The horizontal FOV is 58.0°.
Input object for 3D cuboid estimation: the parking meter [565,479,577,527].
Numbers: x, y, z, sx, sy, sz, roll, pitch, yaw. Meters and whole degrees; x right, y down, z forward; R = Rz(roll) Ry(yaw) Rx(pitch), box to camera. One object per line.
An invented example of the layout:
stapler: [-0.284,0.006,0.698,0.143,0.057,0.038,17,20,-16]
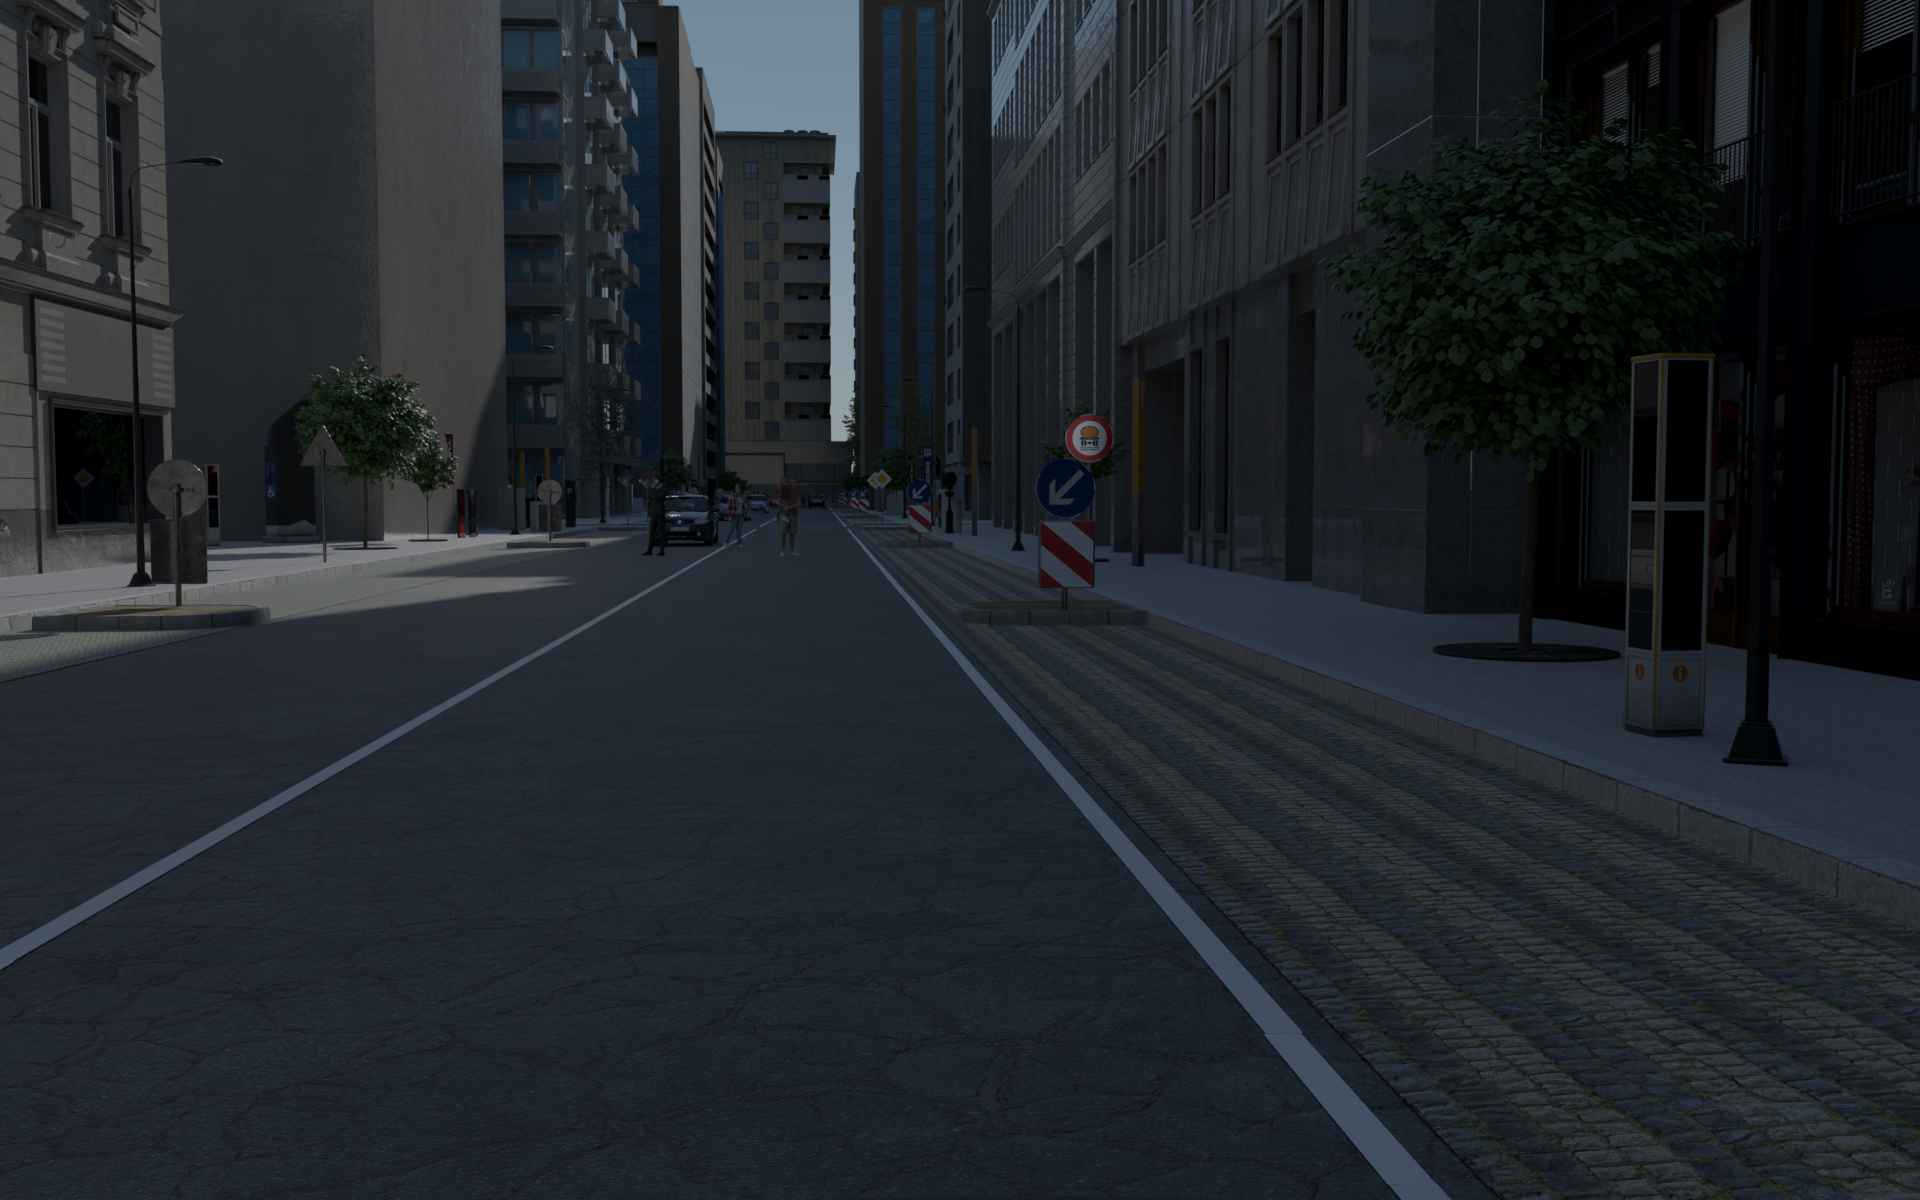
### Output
parking meter: [-14.951,-3.722,66.572,0.399,1.863,0.255,0,4,1]

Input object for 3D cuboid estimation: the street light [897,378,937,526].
street light: [-1.655,-5.918,69.305,1.470,5.913,1.316,0,4,-5]

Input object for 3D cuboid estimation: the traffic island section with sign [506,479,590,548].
traffic island section with sign: [-11.012,-2.315,46.485,1.989,1.847,2.006,0,4,-5]

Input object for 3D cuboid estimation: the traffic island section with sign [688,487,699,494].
traffic island section with sign: [-15.501,-5.650,101.001,1.989,1.847,2.006,0,4,-5]

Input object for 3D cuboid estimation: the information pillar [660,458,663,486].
information pillar: [-19.112,-7.328,111.171,0.183,3.616,0.504,1,4,9]

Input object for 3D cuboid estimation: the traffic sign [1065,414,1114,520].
traffic sign: [2.063,-1.686,27.669,0.768,2.556,0.104,0,4,1]

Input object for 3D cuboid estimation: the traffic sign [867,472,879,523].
traffic sign: [-3.768,-4.499,77.194,0.795,2.450,0.064,0,4,-5]

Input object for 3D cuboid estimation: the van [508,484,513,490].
van: [-20.371,-3.935,71.344,4.112,2.044,2.013,0,4,-6]

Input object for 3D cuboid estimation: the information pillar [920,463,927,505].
information pillar: [-2.790,-8.615,132.204,0.504,3.616,0.183,-1,4,-16]

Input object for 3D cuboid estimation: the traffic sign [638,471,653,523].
traffic sign: [-13.780,-4.450,76.394,0.795,2.450,0.064,0,4,-5]

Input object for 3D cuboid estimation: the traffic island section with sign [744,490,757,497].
traffic island section with sign: [-21.833,-10.359,178.004,1.989,1.847,2.006,0,4,-5]

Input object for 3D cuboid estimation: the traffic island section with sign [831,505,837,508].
traffic island section with sign: [-12.110,-10.421,179.017,1.989,1.847,2.006,0,4,-5]

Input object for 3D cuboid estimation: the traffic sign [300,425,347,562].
traffic sign: [-11.938,-1.987,32.486,0.884,2.594,0.081,0,4,2]

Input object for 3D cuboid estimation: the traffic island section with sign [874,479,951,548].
traffic island section with sign: [-1.237,-2.333,46.770,1.989,1.847,2.006,0,4,-5]

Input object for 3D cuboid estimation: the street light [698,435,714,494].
street light: [-20.133,-10.066,137.123,1.470,5.913,1.316,0,4,-5]

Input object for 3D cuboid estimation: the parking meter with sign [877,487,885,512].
parking meter with sign: [-5.711,-7.784,123.529,0.543,3.016,1.738,-1,4,-15]

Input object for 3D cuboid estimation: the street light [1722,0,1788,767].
street light: [3.280,-2.175,8.100,1.470,5.913,1.316,0,4,-5]

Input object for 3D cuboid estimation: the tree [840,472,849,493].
tree: [-9.608,-11.629,173.848,4.285,4.588,4.351,0,3,0]

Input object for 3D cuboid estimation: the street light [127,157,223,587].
street light: [-10.850,-3.145,23.956,1.470,5.913,1.316,0,4,-5]

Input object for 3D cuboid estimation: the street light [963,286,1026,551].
street light: [0.773,-4.059,38.901,1.470,5.913,1.316,0,4,-5]

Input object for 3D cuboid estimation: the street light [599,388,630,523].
street light: [-15.187,-6.334,76.097,1.470,5.913,1.316,0,4,-5]

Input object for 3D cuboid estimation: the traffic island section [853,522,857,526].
traffic island section: [-3.745,-3.363,77.273,2.009,0.180,2.903,0,4,-5]

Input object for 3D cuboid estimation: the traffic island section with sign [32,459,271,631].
traffic island section with sign: [-8.763,-0.637,19.038,1.989,1.847,2.006,0,4,-5]

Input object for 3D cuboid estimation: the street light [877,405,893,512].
street light: [-3.427,-7.209,90.404,1.470,5.913,1.316,0,4,-5]

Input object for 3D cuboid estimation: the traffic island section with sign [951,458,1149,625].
traffic island section with sign: [0.991,-0.679,19.733,1.989,1.847,2.006,0,4,-5]

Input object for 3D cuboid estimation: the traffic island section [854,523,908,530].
traffic island section: [-3.090,-2.877,69.315,2.009,0.180,2.903,0,4,-5]

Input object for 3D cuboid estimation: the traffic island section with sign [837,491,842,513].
traffic island section with sign: [-8.022,-7.382,129.323,1.989,1.847,2.006,0,4,-5]

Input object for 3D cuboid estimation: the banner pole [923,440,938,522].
banner pole: [-1.352,-5.503,79.999,0.863,3.779,0.401,2,4,31]

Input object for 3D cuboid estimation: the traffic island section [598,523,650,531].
traffic island section: [-13.148,-2.827,68.495,2.009,0.180,2.903,0,4,-5]

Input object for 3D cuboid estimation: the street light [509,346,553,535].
street light: [-13.442,-5.003,54.348,1.470,5.913,1.316,0,4,-5]

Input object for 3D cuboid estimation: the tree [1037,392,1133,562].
tree: [2.213,-2.347,32.980,1.663,3.219,1.824,0,3,0]

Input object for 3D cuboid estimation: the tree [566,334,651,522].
tree: [-16.330,-7.934,80.076,4.360,8.622,3.978,0,3,0]

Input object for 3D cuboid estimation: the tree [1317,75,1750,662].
tree: [4.464,-1.836,13.735,4.285,4.588,4.351,0,3,0]

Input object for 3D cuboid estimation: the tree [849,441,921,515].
tree: [-4.281,-7.945,113.613,4.285,4.588,4.351,0,3,0]

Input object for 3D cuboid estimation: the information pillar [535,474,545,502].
information pillar: [-15.580,-3.659,64.313,0.304,2.012,0.304,0,4,2]

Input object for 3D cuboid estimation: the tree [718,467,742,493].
tree: [-27.811,-13.688,207.511,4.285,4.588,4.351,0,3,0]

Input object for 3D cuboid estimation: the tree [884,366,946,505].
tree: [-2.169,-9.169,100.273,4.737,8.622,4.395,0,3,0]

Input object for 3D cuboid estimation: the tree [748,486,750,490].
tree: [-28.213,-14.166,226.215,1.663,3.219,1.824,0,3,0]

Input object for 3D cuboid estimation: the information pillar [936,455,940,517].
information pillar: [-1.306,-6.505,97.710,0.183,3.616,0.504,3,5,43]

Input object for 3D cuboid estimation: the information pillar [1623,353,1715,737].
information pillar: [3.771,-0.290,9.227,0.304,2.012,0.304,-1,4,-10]

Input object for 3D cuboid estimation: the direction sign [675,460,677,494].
direction sign: [-18.807,-7.511,114.794,0.379,3.537,0.876,0,4,0]

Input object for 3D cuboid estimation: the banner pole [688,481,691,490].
banner pole: [-23.285,-9.721,148.952,0.401,3.779,0.863,-2,4,-32]

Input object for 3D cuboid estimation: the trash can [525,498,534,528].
trash can: [-16.546,-3.315,65.855,0.748,1.137,0.748,0,3,0]

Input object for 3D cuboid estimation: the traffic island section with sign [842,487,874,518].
traffic island section with sign: [-5.797,-5.726,102.245,1.989,1.847,2.006,0,4,-5]

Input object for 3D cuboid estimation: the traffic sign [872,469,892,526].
traffic sign: [-3.113,-4.012,69.236,0.795,2.450,0.064,0,4,-5]

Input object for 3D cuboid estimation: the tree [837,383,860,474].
tree: [-7.660,-14.715,158.720,7.486,12.596,7.792,0,3,0]

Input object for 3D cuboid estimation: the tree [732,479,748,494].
tree: [-28.186,-13.753,219.462,1.663,3.219,1.824,0,3,0]

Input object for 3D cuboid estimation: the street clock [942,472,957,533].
street clock: [-0.341,-3.171,56.412,0.358,2.002,0.471,3,5,41]

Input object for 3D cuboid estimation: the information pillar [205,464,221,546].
information pillar: [-18.404,-2.334,42.656,0.304,2.012,0.304,-2,4,-27]

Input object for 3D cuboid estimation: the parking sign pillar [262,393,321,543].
parking sign pillar: [-17.672,-3.498,45.667,1.447,3.967,1.447,2,4,26]

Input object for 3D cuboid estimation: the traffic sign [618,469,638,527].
traffic sign: [-13.126,-3.963,68.436,0.795,2.450,0.064,0,4,-5]

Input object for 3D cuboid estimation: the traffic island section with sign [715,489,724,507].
traffic island section with sign: [-17.705,-7.293,127.866,1.989,1.847,2.006,0,4,-5]

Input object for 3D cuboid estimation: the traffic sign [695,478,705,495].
traffic sign: [-20.351,-8.289,135.629,0.768,2.556,0.104,0,4,-2]

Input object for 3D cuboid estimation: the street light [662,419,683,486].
street light: [-17.746,-8.206,106.714,1.470,5.913,1.316,0,4,-5]
